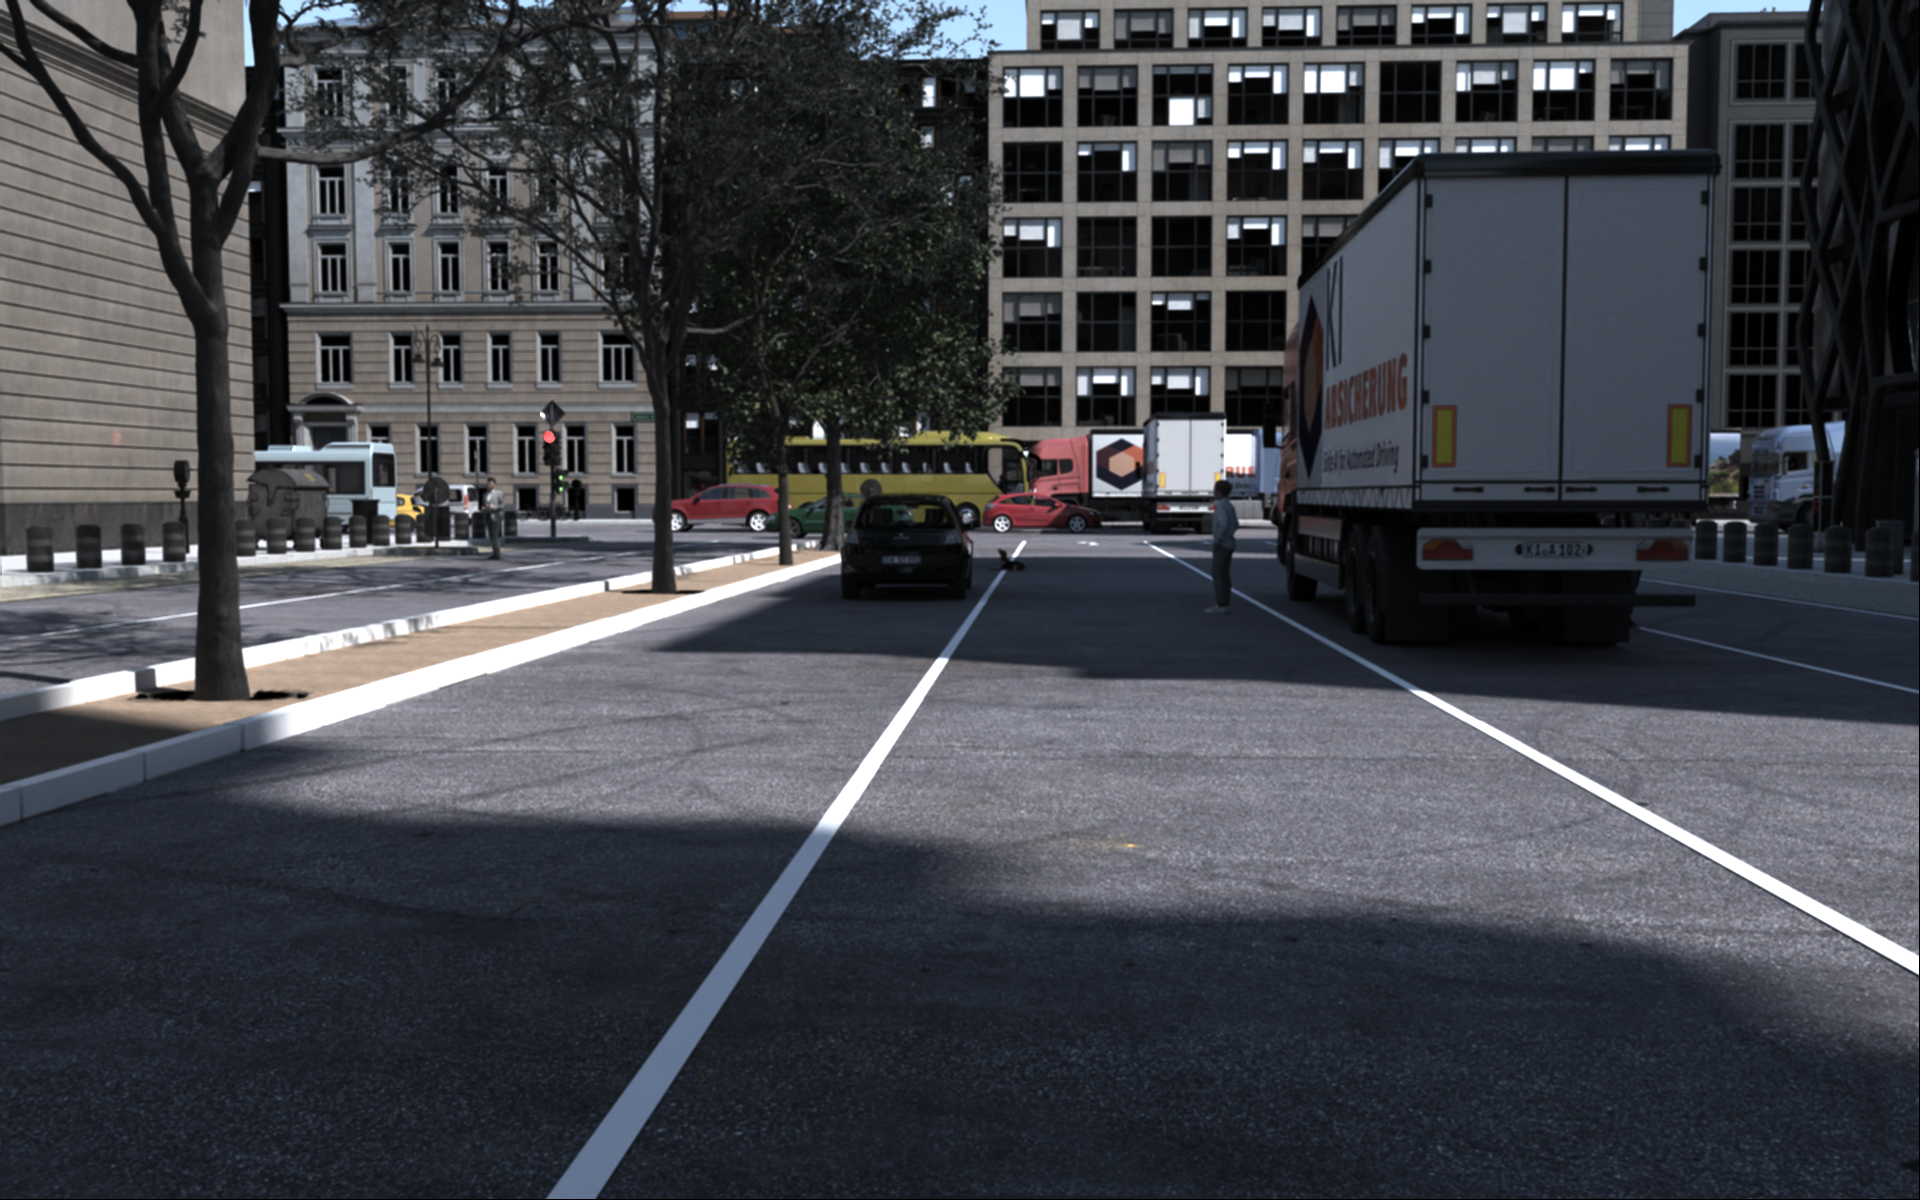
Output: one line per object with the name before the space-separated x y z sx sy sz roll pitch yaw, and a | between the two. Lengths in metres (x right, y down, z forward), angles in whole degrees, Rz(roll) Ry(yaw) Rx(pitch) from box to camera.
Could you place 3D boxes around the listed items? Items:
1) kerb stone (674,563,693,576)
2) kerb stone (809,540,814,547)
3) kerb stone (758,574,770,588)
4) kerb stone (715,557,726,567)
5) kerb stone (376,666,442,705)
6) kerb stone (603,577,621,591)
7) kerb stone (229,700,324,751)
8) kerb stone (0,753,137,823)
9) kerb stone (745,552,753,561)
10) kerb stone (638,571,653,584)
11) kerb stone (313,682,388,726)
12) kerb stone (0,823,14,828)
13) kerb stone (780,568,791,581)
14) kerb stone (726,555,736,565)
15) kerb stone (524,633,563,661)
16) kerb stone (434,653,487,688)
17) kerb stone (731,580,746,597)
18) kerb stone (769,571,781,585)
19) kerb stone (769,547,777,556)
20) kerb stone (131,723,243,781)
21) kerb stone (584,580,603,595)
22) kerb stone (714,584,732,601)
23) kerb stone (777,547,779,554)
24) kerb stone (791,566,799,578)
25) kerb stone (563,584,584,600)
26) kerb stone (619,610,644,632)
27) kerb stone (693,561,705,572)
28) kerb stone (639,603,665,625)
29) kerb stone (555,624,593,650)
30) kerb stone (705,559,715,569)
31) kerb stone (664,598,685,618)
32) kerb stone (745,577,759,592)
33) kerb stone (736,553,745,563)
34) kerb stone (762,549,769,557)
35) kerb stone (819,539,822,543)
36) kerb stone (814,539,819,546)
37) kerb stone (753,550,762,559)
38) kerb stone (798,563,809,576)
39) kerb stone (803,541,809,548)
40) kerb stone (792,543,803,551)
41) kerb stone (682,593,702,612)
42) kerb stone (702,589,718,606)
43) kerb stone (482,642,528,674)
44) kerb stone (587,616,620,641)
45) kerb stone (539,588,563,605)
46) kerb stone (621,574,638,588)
kerb stone | -4.961 -0.529 30.840 0.120 0.150 1.000 0 4 3
kerb stone | -4.096 -1.467 46.261 0.120 0.150 1.000 0 4 3
kerb stone | -3.096 -0.270 26.609 0.120 0.150 1.000 0 4 3
kerb stone | -4.787 -0.718 33.929 0.120 0.150 1.000 0 4 3
kerb stone | -3.912 0.610 12.216 0.120 0.150 1.000 0 4 3
kerb stone | -5.254 -0.215 25.715 0.120 0.150 1.000 0 4 3
kerb stone | -4.021 0.736 10.166 0.120 0.150 1.000 0 4 3
kerb stone | -4.142 0.863 8.101 0.120 0.150 1.000 0 4 3
kerb stone | -4.618 -0.906 37.007 0.120 0.150 1.000 0 4 3
kerb stone | -5.139 -0.336 27.765 0.120 0.150 1.000 0 4 3
kerb stone | -3.965 0.675 11.191 0.120 0.150 1.000 0 4 3
kerb stone | -4.198 0.925 7.075 0.120 0.150 1.000 0 4 3
kerb stone | -2.978 -0.396 28.665 0.120 0.150 1.000 0 4 3
kerb stone | -4.730 -0.780 34.953 0.120 0.150 1.000 0 4 3
kerb stone | -3.734 0.425 15.298 0.120 0.150 1.000 0 4 3
kerb stone | -3.859 0.548 13.243 0.120 0.150 1.000 0 4 3
kerb stone | -3.212 -0.144 24.553 0.120 0.150 1.000 0 4 3
kerb stone | -3.043 -0.333 27.634 0.120 0.150 1.000 0 4 3
kerb stone | -4.445 -1.094 40.089 0.120 0.150 1.000 0 4 3
kerb stone | -4.086 0.801 9.130 0.120 0.150 1.000 0 4 3
kerb stone | -5.311 -0.152 24.685 0.120 0.150 1.000 0 4 3
kerb stone | -3.279 -0.081 23.524 0.120 0.150 1.000 0 4 3
kerb stone | -4.389 -1.157 41.114 0.120 0.150 1.000 0 4 3
kerb stone | -2.931 -0.459 29.696 0.120 0.150 1.000 0 4 3
kerb stone | -5.371 -0.089 23.656 0.120 0.150 1.000 0 4 3
kerb stone | -3.557 0.239 18.387 0.120 0.150 1.000 0 4 3
kerb stone | -4.905 -0.591 31.866 0.120 0.150 1.000 0 4 3
kerb stone | -3.503 0.172 19.411 0.120 0.150 1.000 0 4 3
kerb stone | -3.679 0.359 16.330 0.120 0.150 1.000 0 4 3
kerb stone | -4.853 -0.654 32.894 0.120 0.150 1.000 0 4 3
kerb stone | -3.444 0.113 20.439 0.120 0.150 1.000 0 4 3
kerb stone | -3.156 -0.206 25.585 0.120 0.150 1.000 0 4 3
kerb stone | -4.679 -0.842 35.978 0.120 0.150 1.000 0 4 3
kerb stone | -4.500 -1.031 39.058 0.120 0.150 1.000 0 4 3
kerb stone | -3.977 -1.598 48.327 0.120 0.150 1.000 0 4 3
kerb stone | -4.041 -1.530 47.297 0.120 0.150 1.000 0 4 3
kerb stone | -4.554 -0.964 38.033 0.120 0.150 1.000 0 4 3
kerb stone | -2.863 -0.522 30.729 0.120 0.150 1.000 0 4 3
kerb stone | -4.153 -1.407 45.226 0.120 0.150 1.000 0 4 3
kerb stone | -4.217 -1.345 44.193 0.120 0.150 1.000 0 4 3
kerb stone | -3.388 0.045 21.464 0.120 0.150 1.000 0 4 3
kerb stone | -3.328 -0.012 22.495 0.120 0.150 1.000 0 4 3
kerb stone | -3.792 0.485 14.273 0.120 0.150 1.000 0 4 3
kerb stone | -3.620 0.296 17.362 0.120 0.150 1.000 0 4 3
kerb stone | -5.427 -0.027 22.631 0.120 0.150 1.000 0 4 3
kerb stone | -5.190 -0.278 26.739 0.120 0.150 1.000 0 4 3
